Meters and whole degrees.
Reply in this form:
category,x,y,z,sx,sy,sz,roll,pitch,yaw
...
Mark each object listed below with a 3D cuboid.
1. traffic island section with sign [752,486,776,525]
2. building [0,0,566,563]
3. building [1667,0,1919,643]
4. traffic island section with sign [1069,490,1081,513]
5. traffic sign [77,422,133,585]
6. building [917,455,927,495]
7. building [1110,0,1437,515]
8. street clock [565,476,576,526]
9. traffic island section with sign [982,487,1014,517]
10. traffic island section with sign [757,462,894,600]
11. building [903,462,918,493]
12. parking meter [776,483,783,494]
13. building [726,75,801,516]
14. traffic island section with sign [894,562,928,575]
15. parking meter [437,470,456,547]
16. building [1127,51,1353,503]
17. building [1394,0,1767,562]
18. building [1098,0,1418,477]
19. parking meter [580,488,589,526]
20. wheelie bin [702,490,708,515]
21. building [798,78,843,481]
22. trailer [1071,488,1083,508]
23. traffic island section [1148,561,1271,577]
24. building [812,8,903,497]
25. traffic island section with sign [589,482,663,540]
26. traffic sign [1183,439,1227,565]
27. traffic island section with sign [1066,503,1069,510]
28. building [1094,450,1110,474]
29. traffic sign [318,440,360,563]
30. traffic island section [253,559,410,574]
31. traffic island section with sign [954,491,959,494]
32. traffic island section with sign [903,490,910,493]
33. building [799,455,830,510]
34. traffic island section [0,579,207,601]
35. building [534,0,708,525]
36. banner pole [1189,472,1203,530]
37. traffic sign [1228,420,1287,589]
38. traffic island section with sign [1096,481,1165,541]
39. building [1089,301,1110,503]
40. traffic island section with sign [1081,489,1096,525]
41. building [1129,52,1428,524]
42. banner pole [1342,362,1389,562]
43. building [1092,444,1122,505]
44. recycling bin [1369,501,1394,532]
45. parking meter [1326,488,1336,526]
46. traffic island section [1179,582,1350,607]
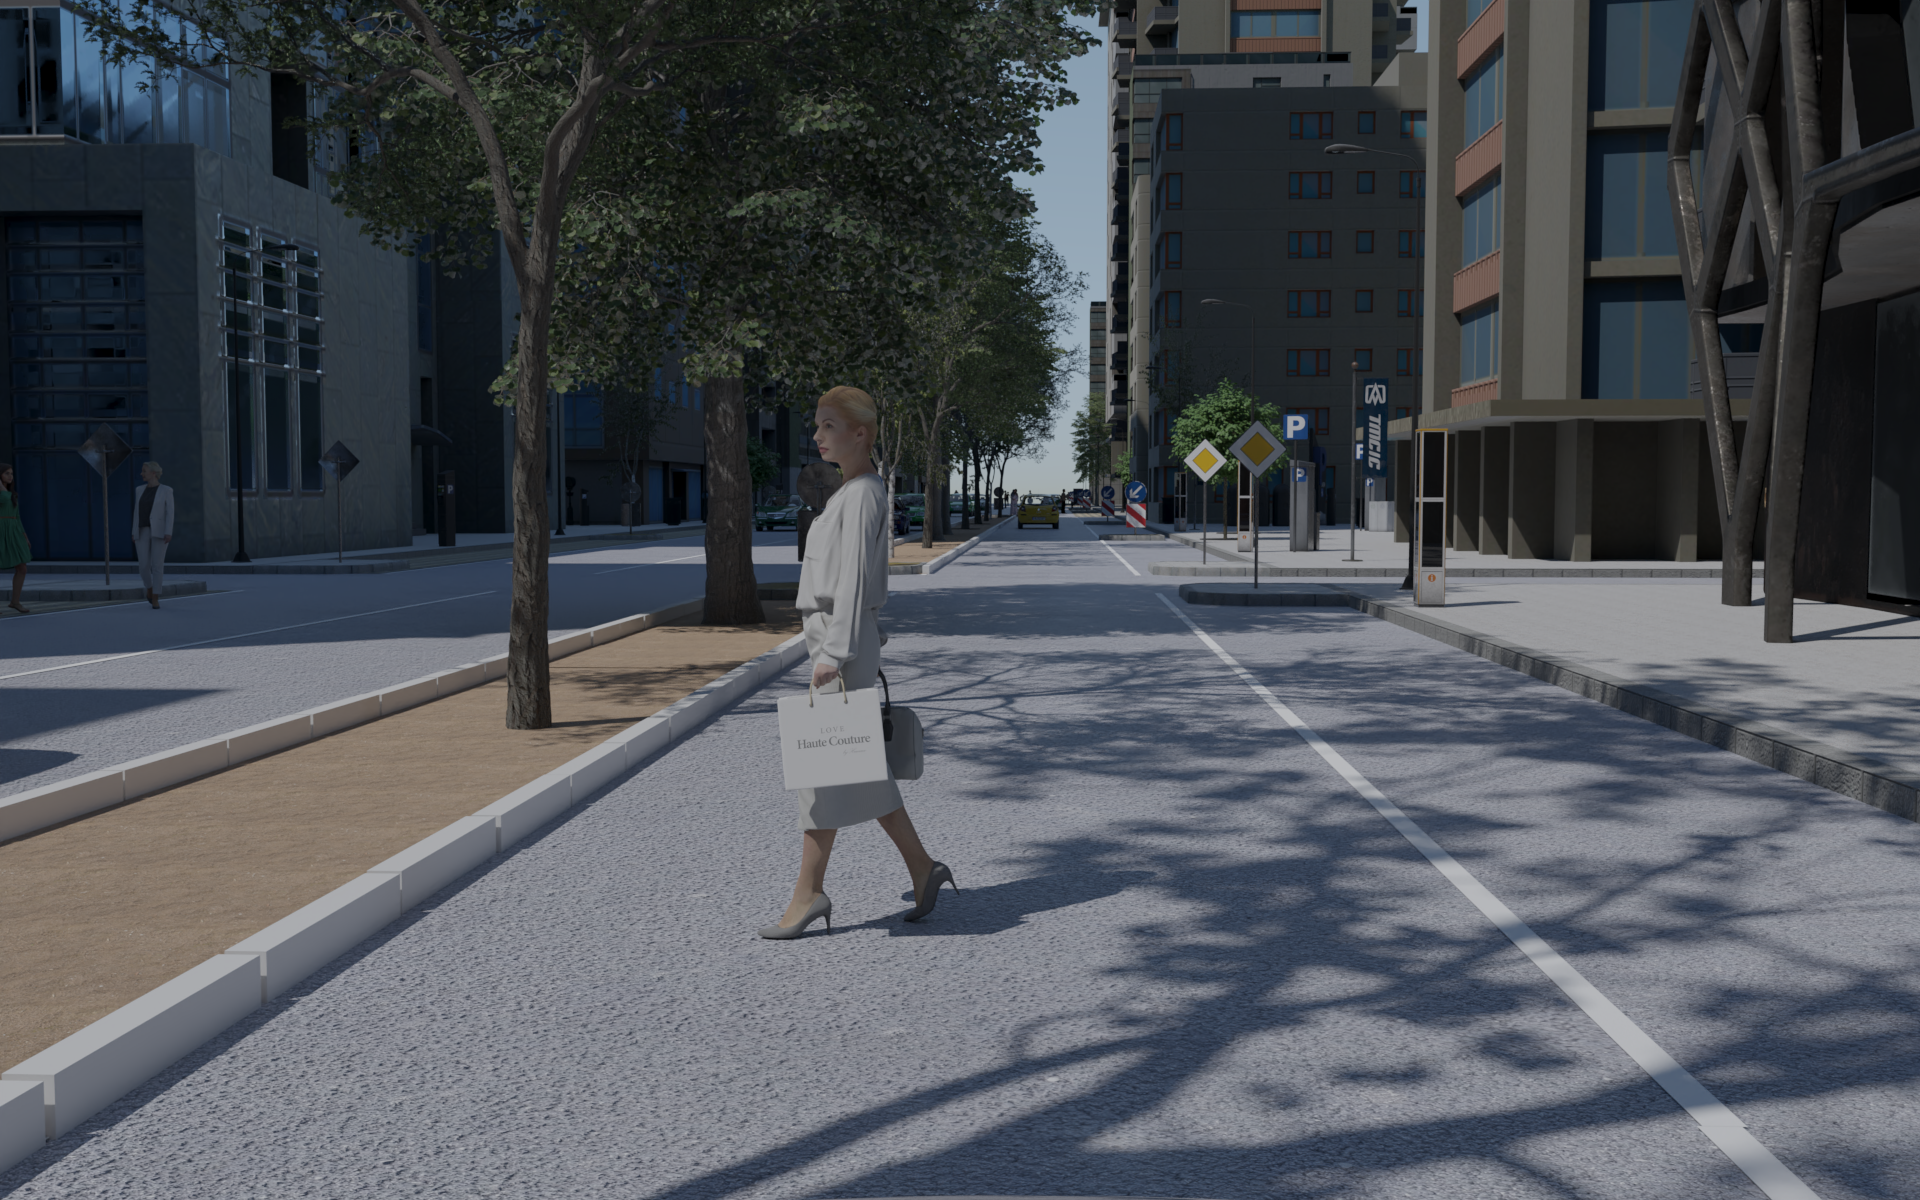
category,x,y,z,sx,sy,sz,roll,pitch,yaw
traffic island section with sign,-8.983,-4.458,81.516,1.989,1.847,2.006,0,4,3
building,-24.357,-44.827,45.598,22.319,86.520,31.000,0,4,3
building,15.010,-8.904,13.036,16.820,18.784,16.811,0,4,3
traffic island section with sign,9.426,-7.457,130.542,1.989,1.847,2.006,0,4,3
traffic sign,-12.003,-1.266,24.336,0.795,2.450,0.064,0,4,3
building,-11.038,-34.376,212.150,14.600,45.320,14.200,0,4,3
building,23.347,-29.603,138.627,22.147,44.769,28.867,0,4,3
street clock,-15.921,-4.044,70.690,0.471,2.002,0.358,2,4,24
traffic island section with sign,2.356,-6.018,106.532,2.006,1.907,1.989,0,4,3
traffic island section with sign,-2.043,-0.977,24.103,2.006,1.907,1.989,0,4,3
building,-9.329,-34.949,255.008,14.154,41.232,14.086,0,4,3
parking meter,-9.807,-5.408,94.138,0.255,1.863,0.399,1,4,21
building,-17.194,-20.081,100.025,14.160,30.474,14.107,0,4,3
traffic island section with sign,-1.639,-1.429,31.499,2.006,1.907,1.989,0,4,3
parking meter,-12.551,-2.238,42.308,0.255,1.863,0.399,2,4,25
building,18.380,-21.138,117.309,14.160,30.474,14.107,0,4,3
building,24.657,-23.588,40.289,28.867,44.769,22.147,0,4,3
building,27.948,-35.315,166.640,28.713,52.752,27.495,0,4,3
parking meter,-15.174,-3.766,69.978,0.372,1.533,0.369,0,3,0
wheelie bin,-11.191,-4.277,77.844,0.693,1.594,0.980,2,4,24
building,-24.584,-27.460,140.850,32.217,40.220,23.993,0,4,3
trailer,11.994,-10.338,176.081,1.471,1.999,3.904,0,4,2
traffic island section,4.467,-0.565,31.514,2.009,0.180,2.903,0,4,3
building,-16.922,-32.990,163.084,21.300,48.544,21.600,0,4,3
traffic island section with sign,-10.424,-2.801,54.426,1.989,1.847,2.006,0,4,3
traffic sign,4.443,-1.700,31.438,0.795,2.450,0.064,0,4,3
traffic island section with sign,10.865,-9.103,157.459,1.989,1.847,2.006,0,4,3
building,29.719,-56.338,233.803,22.319,86.520,31.000,0,4,3
traffic sign,-11.577,-1.753,32.310,0.795,2.450,0.064,0,4,3
traffic island section,-11.601,-0.617,32.373,2.009,0.180,2.903,0,4,3
traffic island section with sign,-0.435,-14.251,241.638,1.989,1.847,2.006,0,4,3
traffic island section with sign,-4.875,-9.165,158.480,1.989,1.847,2.006,0,4,3
building,-19.716,-41.535,117.354,20.563,71.187,20.611,0,4,3
traffic island section,-12.027,-0.130,24.399,2.009,0.180,2.903,0,4,3
building,-19.241,-26.120,77.169,14.600,45.320,14.200,0,4,3
banner pole,8.490,-4.388,61.757,0.401,3.779,0.863,-1,4,-20
traffic sign,4.018,-1.212,23.464,0.795,2.450,0.064,0,4,3
traffic island section with sign,5.341,-2.777,54.038,1.989,1.847,2.006,0,4,3
building,26.257,-29.758,258.241,14.160,30.474,14.107,0,4,3
traffic island section with sign,6.790,-4.431,81.079,1.989,1.847,2.006,0,4,3
building,23.156,-14.850,87.845,27.650,21.520,28.899,0,4,3
banner pole,7.712,-2.622,32.890,0.863,3.779,0.401,1,4,9
building,26.533,-47.119,208.647,20.563,71.187,20.611,0,4,3
recycling bin,14.441,-2.845,59.070,0.722,1.027,0.722,-3,5,-44
parking meter,14.995,-3.766,69.977,0.372,1.533,0.369,0,3,0
traffic island section,4.042,-0.077,23.540,2.009,0.180,2.903,0,4,3
